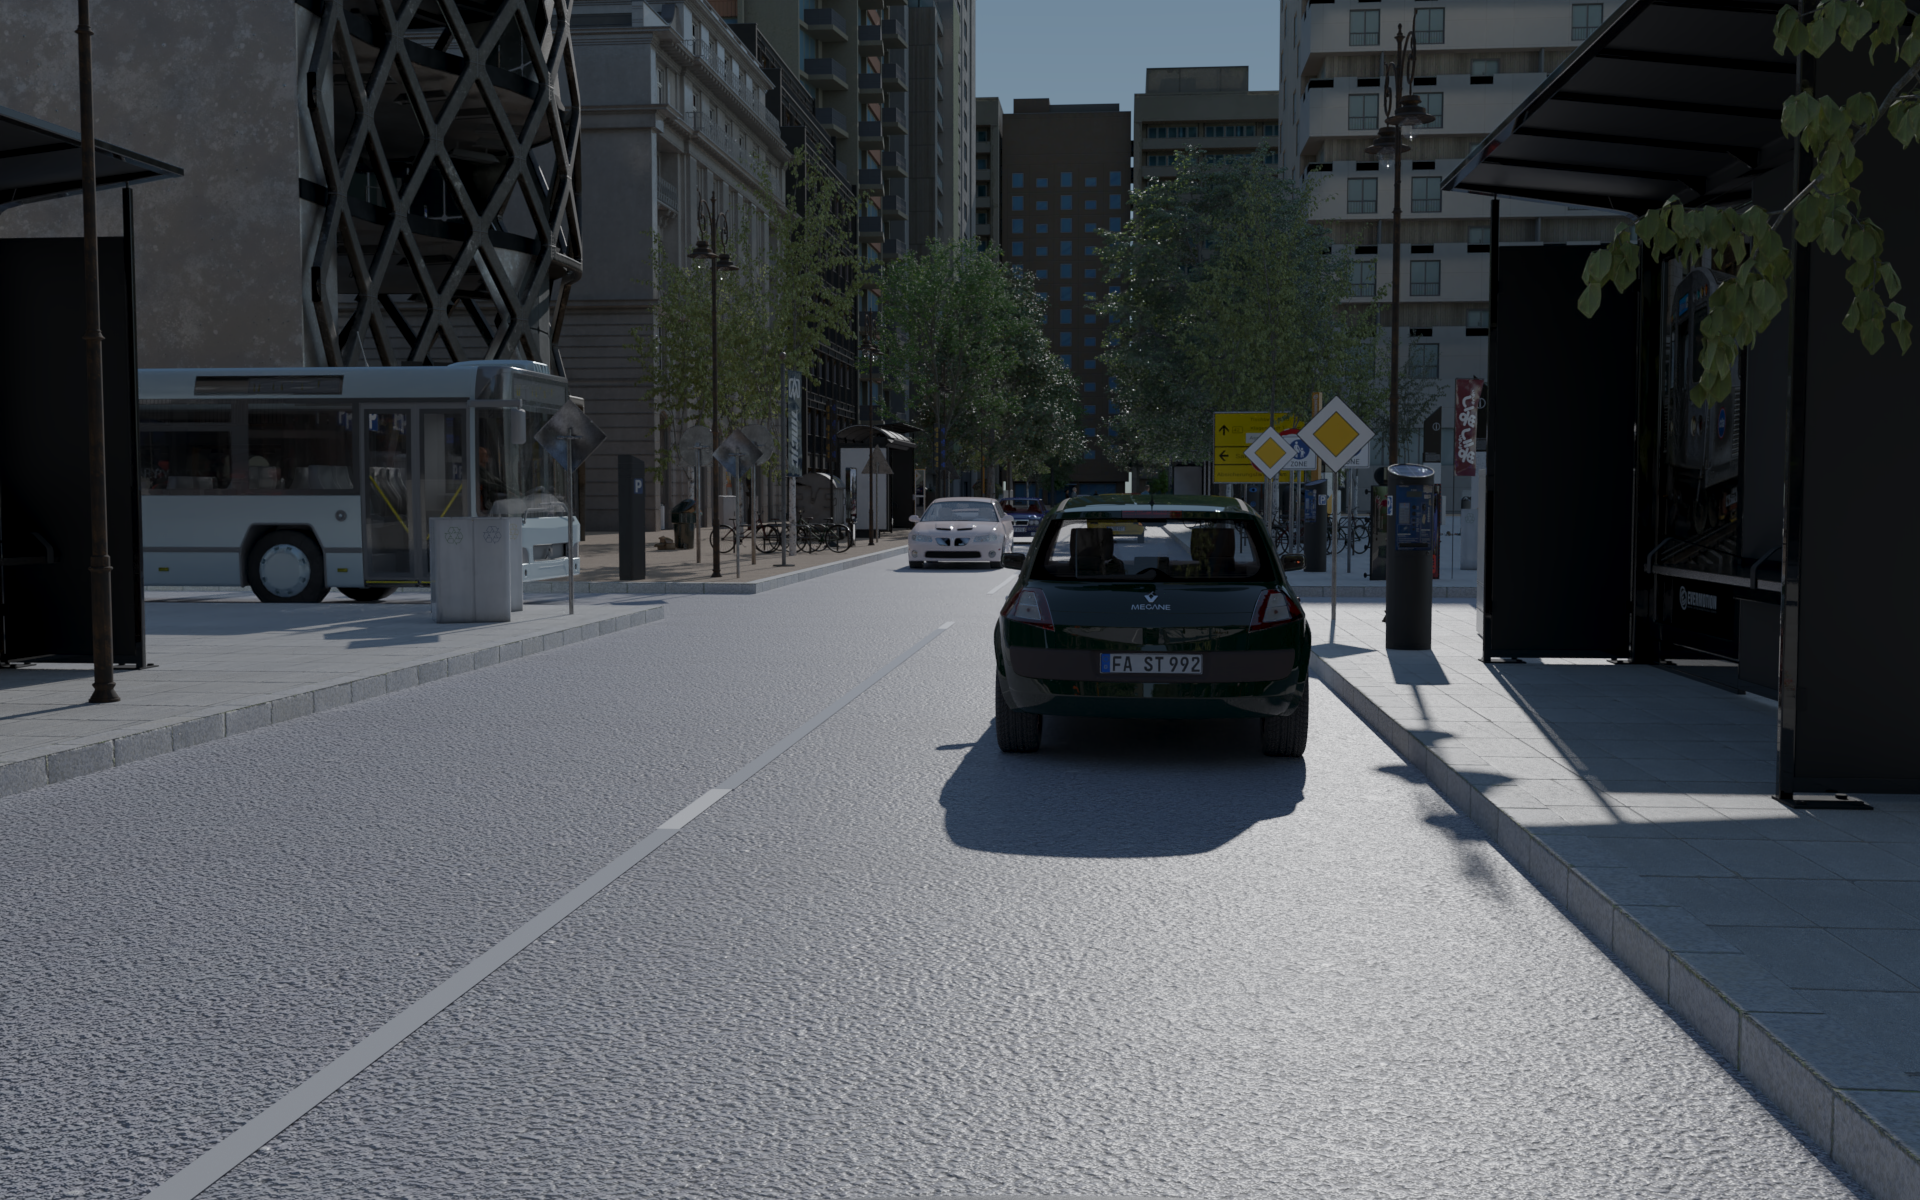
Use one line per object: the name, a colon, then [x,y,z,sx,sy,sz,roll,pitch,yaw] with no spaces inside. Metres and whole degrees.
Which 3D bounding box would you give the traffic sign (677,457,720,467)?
traffic sign: [-5.082,-2.055,33.609,0.884,2.594,0.081,1,4,14]

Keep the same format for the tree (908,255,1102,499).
tree: [1.588,-10.174,83.358,9.611,12.733,9.660,0,3,0]

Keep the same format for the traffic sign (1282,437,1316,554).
traffic sign: [5.914,-1.720,30.258,0.606,2.300,0.079,1,4,12]

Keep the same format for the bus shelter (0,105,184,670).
bus shelter: [-6.753,-1.123,9.650,1.731,3.624,6.357,0,4,5]

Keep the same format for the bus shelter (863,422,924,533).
bus shelter: [-2.426,-4.174,59.527,1.731,3.624,6.357,0,4,5]

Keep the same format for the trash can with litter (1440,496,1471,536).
trash can with litter: [15.436,-2.616,53.829,1.678,1.210,2.233,3,5,43]

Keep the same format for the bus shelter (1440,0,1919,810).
bus shelter: [4.195,-1.148,10.053,1.731,3.624,6.357,0,4,5]

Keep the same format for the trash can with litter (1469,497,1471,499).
trash can with litter: [28.136,-5.077,94.388,1.055,1.170,0.624,-3,5,-40]

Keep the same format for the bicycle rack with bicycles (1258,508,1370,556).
bicycle rack with bicycles: [7.345,-1.429,36.752,2.925,0.926,2.852,-1,4,-13]

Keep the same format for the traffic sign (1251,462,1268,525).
traffic sign: [7.440,-2.569,42.115,0.768,2.556,0.104,1,4,14]

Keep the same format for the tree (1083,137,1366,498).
tree: [9.352,-9.460,61.330,9.857,13.997,8.962,0,3,0]

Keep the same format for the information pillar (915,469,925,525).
information pillar: [-1.178,-2.850,51.090,0.304,2.012,0.304,0,4,1]

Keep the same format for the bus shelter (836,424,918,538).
bus shelter: [-2.616,-3.612,52.986,2.014,3.302,5.546,0,4,6]

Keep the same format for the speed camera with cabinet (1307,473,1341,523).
speed camera with cabinet: [15.971,-4.995,76.009,0.660,3.252,2.038,3,5,42]

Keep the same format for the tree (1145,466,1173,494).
tree: [13.583,-7.446,116.337,1.663,3.219,1.824,0,3,0]

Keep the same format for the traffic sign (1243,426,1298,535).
traffic sign: [4.574,-1.342,25.586,0.795,2.450,0.064,0,4,5]

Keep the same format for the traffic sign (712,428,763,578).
traffic sign: [-3.383,-1.390,26.363,0.795,2.450,0.064,0,4,5]

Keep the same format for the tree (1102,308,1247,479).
tree: [12.601,-11.192,100.004,9.611,12.733,9.660,0,3,0]

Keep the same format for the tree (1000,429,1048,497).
tree: [4.338,-9.957,113.156,4.360,8.622,3.978,0,3,0]

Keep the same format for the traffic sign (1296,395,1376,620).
traffic sign: [3.815,-0.856,17.636,0.795,2.450,0.064,0,4,5]

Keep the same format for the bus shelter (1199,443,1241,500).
bus shelter: [11.113,-5.787,72.243,2.179,5.291,8.768,0,4,5]

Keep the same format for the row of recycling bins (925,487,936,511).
row of recycling bins: [-2.516,-5.459,96.362,3.534,1.692,1.069,3,5,39]

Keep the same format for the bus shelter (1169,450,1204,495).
bus shelter: [10.909,-5.375,81.811,2.014,3.302,5.546,0,4,6]

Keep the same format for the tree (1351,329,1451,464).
tree: [19.464,-7.727,76.701,4.360,8.622,3.978,0,3,0]

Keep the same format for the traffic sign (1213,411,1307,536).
traffic sign: [7.350,-2.978,42.561,2.265,3.308,0.079,1,4,13]

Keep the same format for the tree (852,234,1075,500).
tree: [-0.805,-8.785,69.394,9.928,11.665,9.643,0,3,0]

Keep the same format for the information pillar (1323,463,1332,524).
information pillar: [14.204,-4.622,66.918,0.504,3.616,0.183,-3,5,-42]

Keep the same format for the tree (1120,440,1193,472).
tree: [17.386,-13.128,149.060,7.601,10.594,8.767,2,4,27]

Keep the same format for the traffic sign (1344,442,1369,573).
traffic sign: [6.325,-1.589,28.110,0.606,2.300,0.079,0,4,6]

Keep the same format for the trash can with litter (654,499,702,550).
trash can with litter: [-6.519,-1.750,40.001,0.624,1.170,1.055,3,4,39]

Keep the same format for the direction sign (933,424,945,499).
direction sign: [-0.667,-3.915,56.008,0.379,3.537,0.876,1,4,23]

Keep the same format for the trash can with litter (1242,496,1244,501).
trash can with litter: [13.741,-4.489,84.781,0.624,1.170,1.055,1,4,12]

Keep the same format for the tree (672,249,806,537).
tree: [-6.555,-6.200,51.727,4.360,8.622,3.978,0,3,0]

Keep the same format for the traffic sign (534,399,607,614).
traffic sign: [-4.141,-0.903,18.414,0.795,2.450,0.064,0,4,5]

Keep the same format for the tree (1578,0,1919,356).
tree: [3.154,-3.284,4.049,4.737,8.622,4.395,0,3,0]

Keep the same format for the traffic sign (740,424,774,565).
traffic sign: [-3.755,-1.917,31.455,0.768,2.556,0.104,1,4,15]

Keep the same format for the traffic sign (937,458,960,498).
traffic sign: [-0.412,-3.858,63.076,0.884,2.594,0.081,1,4,14]

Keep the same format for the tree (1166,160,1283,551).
tree: [7.350,-5.411,38.832,4.737,8.622,4.395,0,3,0]

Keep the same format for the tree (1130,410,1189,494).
tree: [16.316,-13.021,138.642,9.928,11.665,9.643,0,3,0]

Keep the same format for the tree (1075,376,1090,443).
tree: [5.340,-12.059,122.920,9.928,11.665,9.643,0,3,0]

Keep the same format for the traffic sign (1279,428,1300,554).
traffic sign: [6.435,-2.049,33.611,0.768,2.556,0.104,0,4,7]

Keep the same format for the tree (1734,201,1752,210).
tree: [22.227,-7.317,45.396,9.928,11.665,9.643,0,3,0]

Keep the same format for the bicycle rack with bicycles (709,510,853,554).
bicycle rack with bicycles: [-3.711,-1.511,38.080,2.925,0.926,2.852,1,4,16]

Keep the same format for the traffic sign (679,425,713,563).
traffic sign: [-4.868,-1.961,32.174,0.768,2.556,0.104,1,4,11]

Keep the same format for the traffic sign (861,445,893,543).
traffic sign: [-2.186,-2.791,45.638,0.884,2.594,0.081,1,4,15]

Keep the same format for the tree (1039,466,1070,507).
tree: [9.570,-11.894,178.172,4.285,4.588,4.351,0,3,0]

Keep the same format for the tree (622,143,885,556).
tree: [-3.719,-5.232,35.898,4.737,8.622,4.395,0,3,0]

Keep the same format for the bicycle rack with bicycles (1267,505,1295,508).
bicycle rack with bicycles: [10.092,-2.578,55.525,2.925,0.926,2.852,3,4,37]

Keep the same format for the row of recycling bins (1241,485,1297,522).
row of recycling bins: [14.167,-4.545,81.420,3.534,1.692,1.069,0,4,5]

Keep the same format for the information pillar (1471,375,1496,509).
information pillar: [10.272,-2.607,33.976,0.504,3.616,0.183,1,4,22]

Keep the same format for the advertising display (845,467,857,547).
advertising display: [-2.638,-2.253,42.053,0.123,1.923,0.974,0,4,6]

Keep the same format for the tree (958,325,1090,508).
tree: [2.559,-11.202,101.278,7.486,12.596,7.792,0,3,0]

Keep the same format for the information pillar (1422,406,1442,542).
information pillar: [12.535,-3.340,45.963,0.504,3.616,0.183,-1,4,-10]
